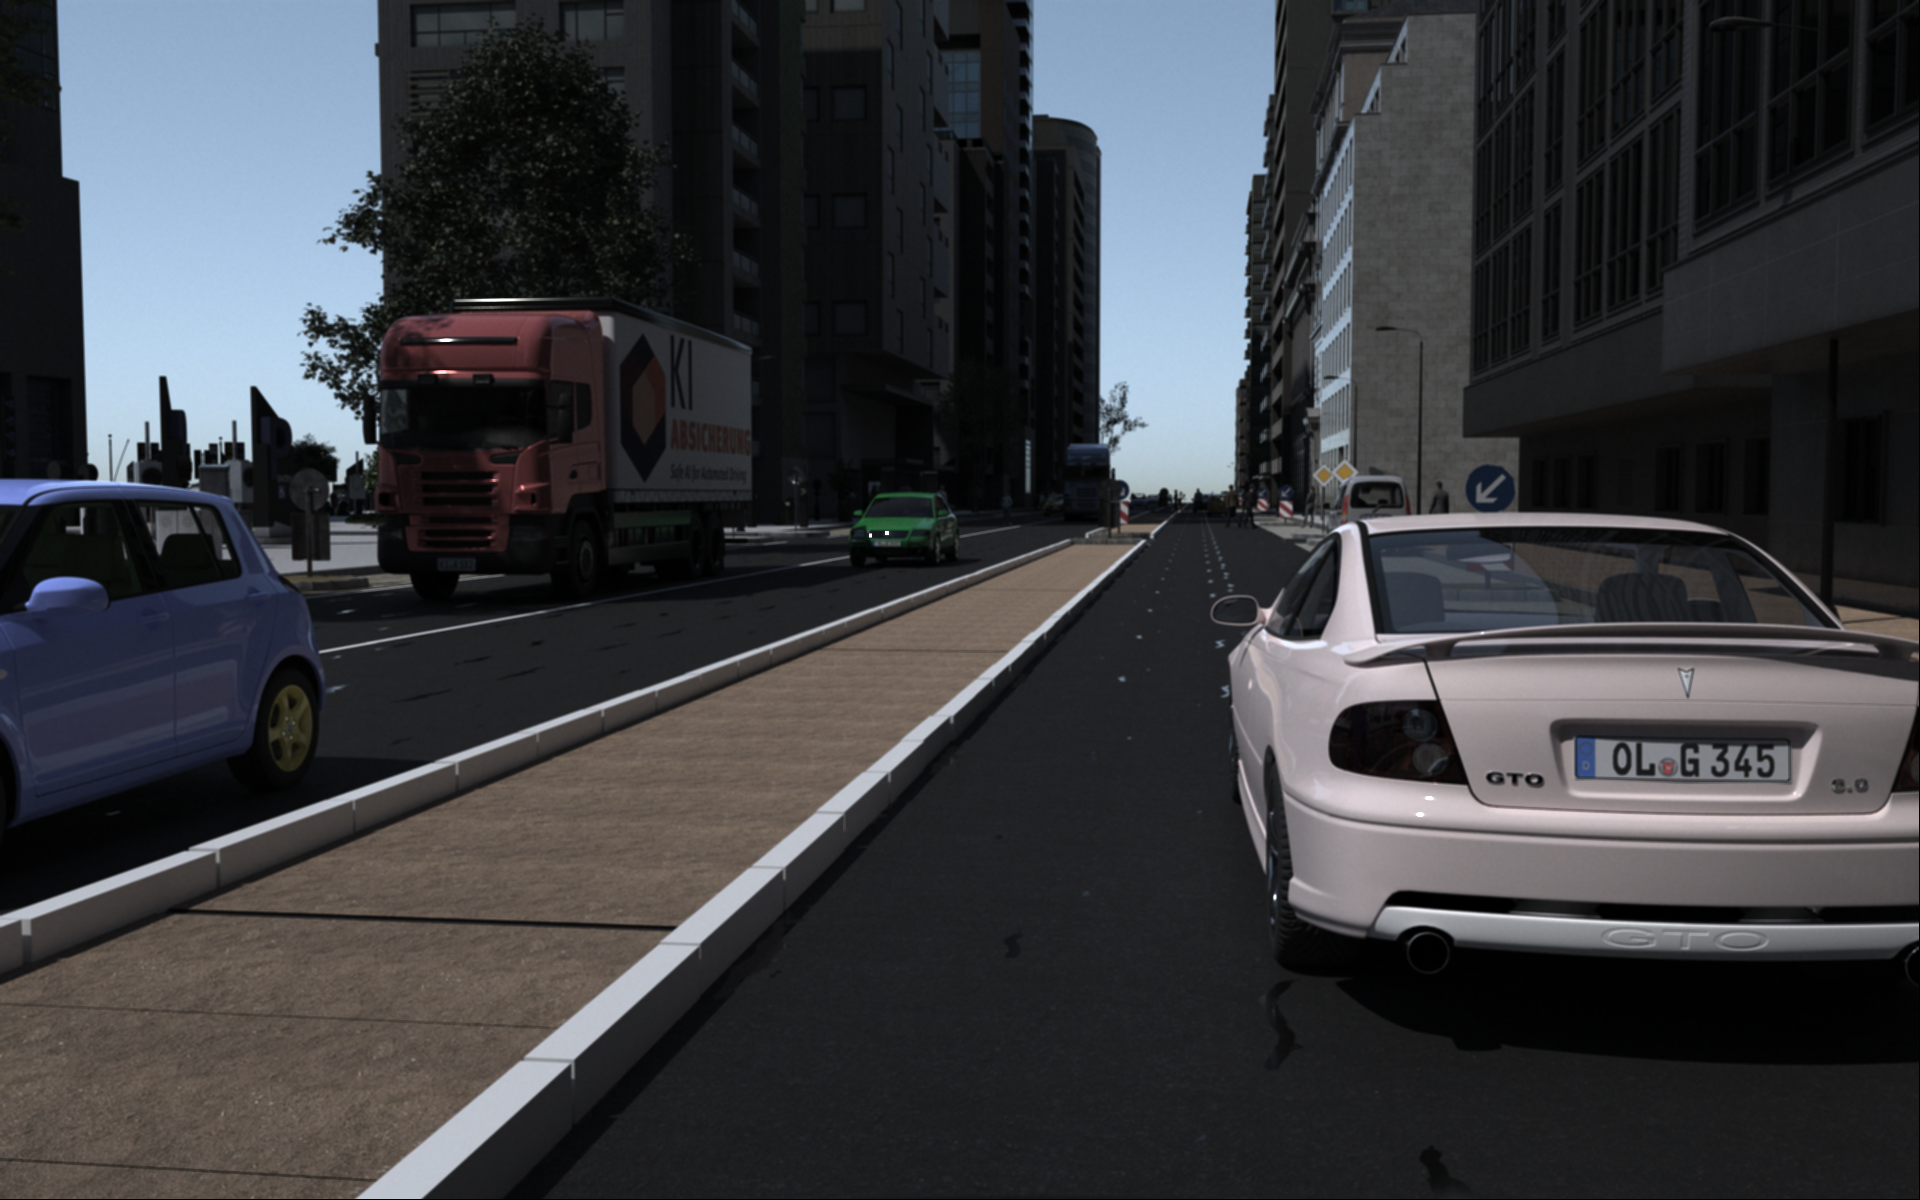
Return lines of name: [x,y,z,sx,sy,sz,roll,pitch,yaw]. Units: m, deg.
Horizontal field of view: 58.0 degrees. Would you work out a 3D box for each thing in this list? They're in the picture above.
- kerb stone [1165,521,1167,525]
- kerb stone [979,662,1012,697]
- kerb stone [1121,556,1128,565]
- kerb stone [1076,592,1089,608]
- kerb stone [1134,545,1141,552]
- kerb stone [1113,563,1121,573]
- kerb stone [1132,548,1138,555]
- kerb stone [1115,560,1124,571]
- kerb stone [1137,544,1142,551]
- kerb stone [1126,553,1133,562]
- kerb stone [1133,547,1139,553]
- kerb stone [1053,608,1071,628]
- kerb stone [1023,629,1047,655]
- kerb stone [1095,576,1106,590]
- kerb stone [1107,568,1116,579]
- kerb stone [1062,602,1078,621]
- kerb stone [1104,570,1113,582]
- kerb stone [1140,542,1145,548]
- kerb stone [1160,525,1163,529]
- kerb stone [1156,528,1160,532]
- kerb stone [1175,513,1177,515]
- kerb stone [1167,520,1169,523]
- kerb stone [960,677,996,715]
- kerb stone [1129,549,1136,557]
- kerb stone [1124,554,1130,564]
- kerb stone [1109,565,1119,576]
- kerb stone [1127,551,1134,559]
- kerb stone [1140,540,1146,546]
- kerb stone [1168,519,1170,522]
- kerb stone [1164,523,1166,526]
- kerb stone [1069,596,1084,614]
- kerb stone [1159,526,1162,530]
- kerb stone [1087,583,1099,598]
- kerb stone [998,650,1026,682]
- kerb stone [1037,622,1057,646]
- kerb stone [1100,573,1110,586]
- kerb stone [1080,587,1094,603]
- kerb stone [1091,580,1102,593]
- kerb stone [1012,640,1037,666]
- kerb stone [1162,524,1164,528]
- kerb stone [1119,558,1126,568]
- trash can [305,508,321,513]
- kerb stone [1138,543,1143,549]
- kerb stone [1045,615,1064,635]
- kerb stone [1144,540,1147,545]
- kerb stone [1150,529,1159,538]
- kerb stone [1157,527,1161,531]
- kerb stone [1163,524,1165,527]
kerb stone: [8.813,-3.238,75.140,0.120,0.150,1.000,0,4,8]
kerb stone: [0.245,0.589,12.560,0.120,0.150,1.000,0,4,8]
kerb stone: [3.170,-0.717,33.915,0.120,0.150,1.000,0,4,8]
kerb stone: [1.497,0.030,21.708,0.120,0.150,1.000,0,4,8]
kerb stone: [4.147,-1.152,41.035,0.120,0.150,1.000,0,4,8]
kerb stone: [2.746,-0.524,30.856,0.120,0.150,1.000,0,4,8]
kerb stone: [3.863,-1.028,39.000,0.120,0.150,1.000,0,4,8]
kerb stone: [2.890,-0.592,31.876,0.120,0.150,1.000,0,4,8]
kerb stone: [4.285,-1.215,42.062,0.120,0.150,1.000,0,4,8]
kerb stone: [3.452,-0.841,35.946,0.120,0.150,1.000,0,4,8]
kerb stone: [4.002,-1.084,40.016,0.120,0.150,1.000,0,4,8]
kerb stone: [1.074,0.217,18.666,0.120,0.150,1.000,0,4,8]
kerb stone: [0.657,0.403,15.605,0.120,0.150,1.000,0,4,8]
kerb stone: [2.053,-0.219,25.776,0.120,0.150,1.000,0,4,8]
kerb stone: [2.471,-0.400,28.817,0.120,0.150,1.000,0,4,8]
kerb stone: [1.220,0.155,19.678,0.120,0.150,1.000,0,4,8]
kerb stone: [2.328,-0.343,27.804,0.120,0.150,1.000,0,4,8]
kerb stone: [4.570,-1.335,44.102,0.120,0.150,1.000,0,4,8]
kerb stone: [7.436,-2.618,64.998,0.120,0.150,1.000,0,4,8]
kerb stone: [6.878,-2.369,60.936,0.120,0.150,1.000,0,4,8]
kerb stone: [12.989,-5.100,105.579,0.120,0.150,1.000,0,4,8]
kerb stone: [9.235,-3.424,78.180,0.120,0.150,1.000,0,4,8]
kerb stone: [0.102,0.656,11.545,0.120,0.150,1.000,0,4,8]
kerb stone: [3.729,-0.965,37.986,0.120,0.150,1.000,0,4,8]
kerb stone: [3.305,-0.779,34.935,0.120,0.150,1.000,0,4,8]
kerb stone: [2.617,-0.467,29.828,0.120,0.150,1.000,0,4,8]
kerb stone: [3.589,-0.903,36.959,0.120,0.150,1.000,0,4,8]
kerb stone: [4.700,-1.402,45.116,0.120,0.150,1.000,0,4,8]
kerb stone: [9.659,-3.610,81.216,0.120,0.150,1.000,0,4,8]
kerb stone: [8.269,-2.990,71.074,0.120,0.150,1.000,0,4,8]
kerb stone: [1.359,0.092,20.692,0.120,0.150,1.000,0,4,8]
kerb stone: [7.292,-2.555,63.977,0.120,0.150,1.000,0,4,8]
kerb stone: [1.778,-0.094,23.734,0.120,0.150,1.000,0,4,8]
kerb stone: [0.390,0.530,13.577,0.120,0.150,1.000,0,4,8]
kerb stone: [0.806,0.347,16.629,0.120,0.150,1.000,0,4,8]
kerb stone: [2.192,-0.281,26.790,0.120,0.150,1.000,0,4,8]
kerb stone: [1.630,-0.032,22.722,0.120,0.150,1.000,0,4,8]
kerb stone: [1.912,-0.152,24.764,0.120,0.150,1.000,0,4,8]
kerb stone: [0.519,0.472,14.593,0.120,0.150,1.000,0,4,8]
kerb stone: [7.847,-2.801,68.038,0.120,0.150,1.000,0,4,8]
kerb stone: [3.026,-0.654,32.889,0.120,0.150,1.000,0,4,8]
trash can: [-25.726,-3.497,68.823,0.748,1.137,0.748,0,3,0]
kerb stone: [4.426,-1.269,43.090,0.120,0.150,1.000,0,4,8]
kerb stone: [0.935,0.285,17.645,0.120,0.150,1.000,0,4,8]
kerb stone: [4.846,-1.461,46.128,0.120,0.150,1.000,0,4,8]
kerb stone: [6.732,-2.301,59.924,0.120,0.150,1.000,0,4,8]
kerb stone: [7.012,-2.431,61.949,0.120,0.150,1.000,0,4,8]
kerb stone: [7.986,-2.865,69.050,0.120,0.150,1.000,0,4,8]
